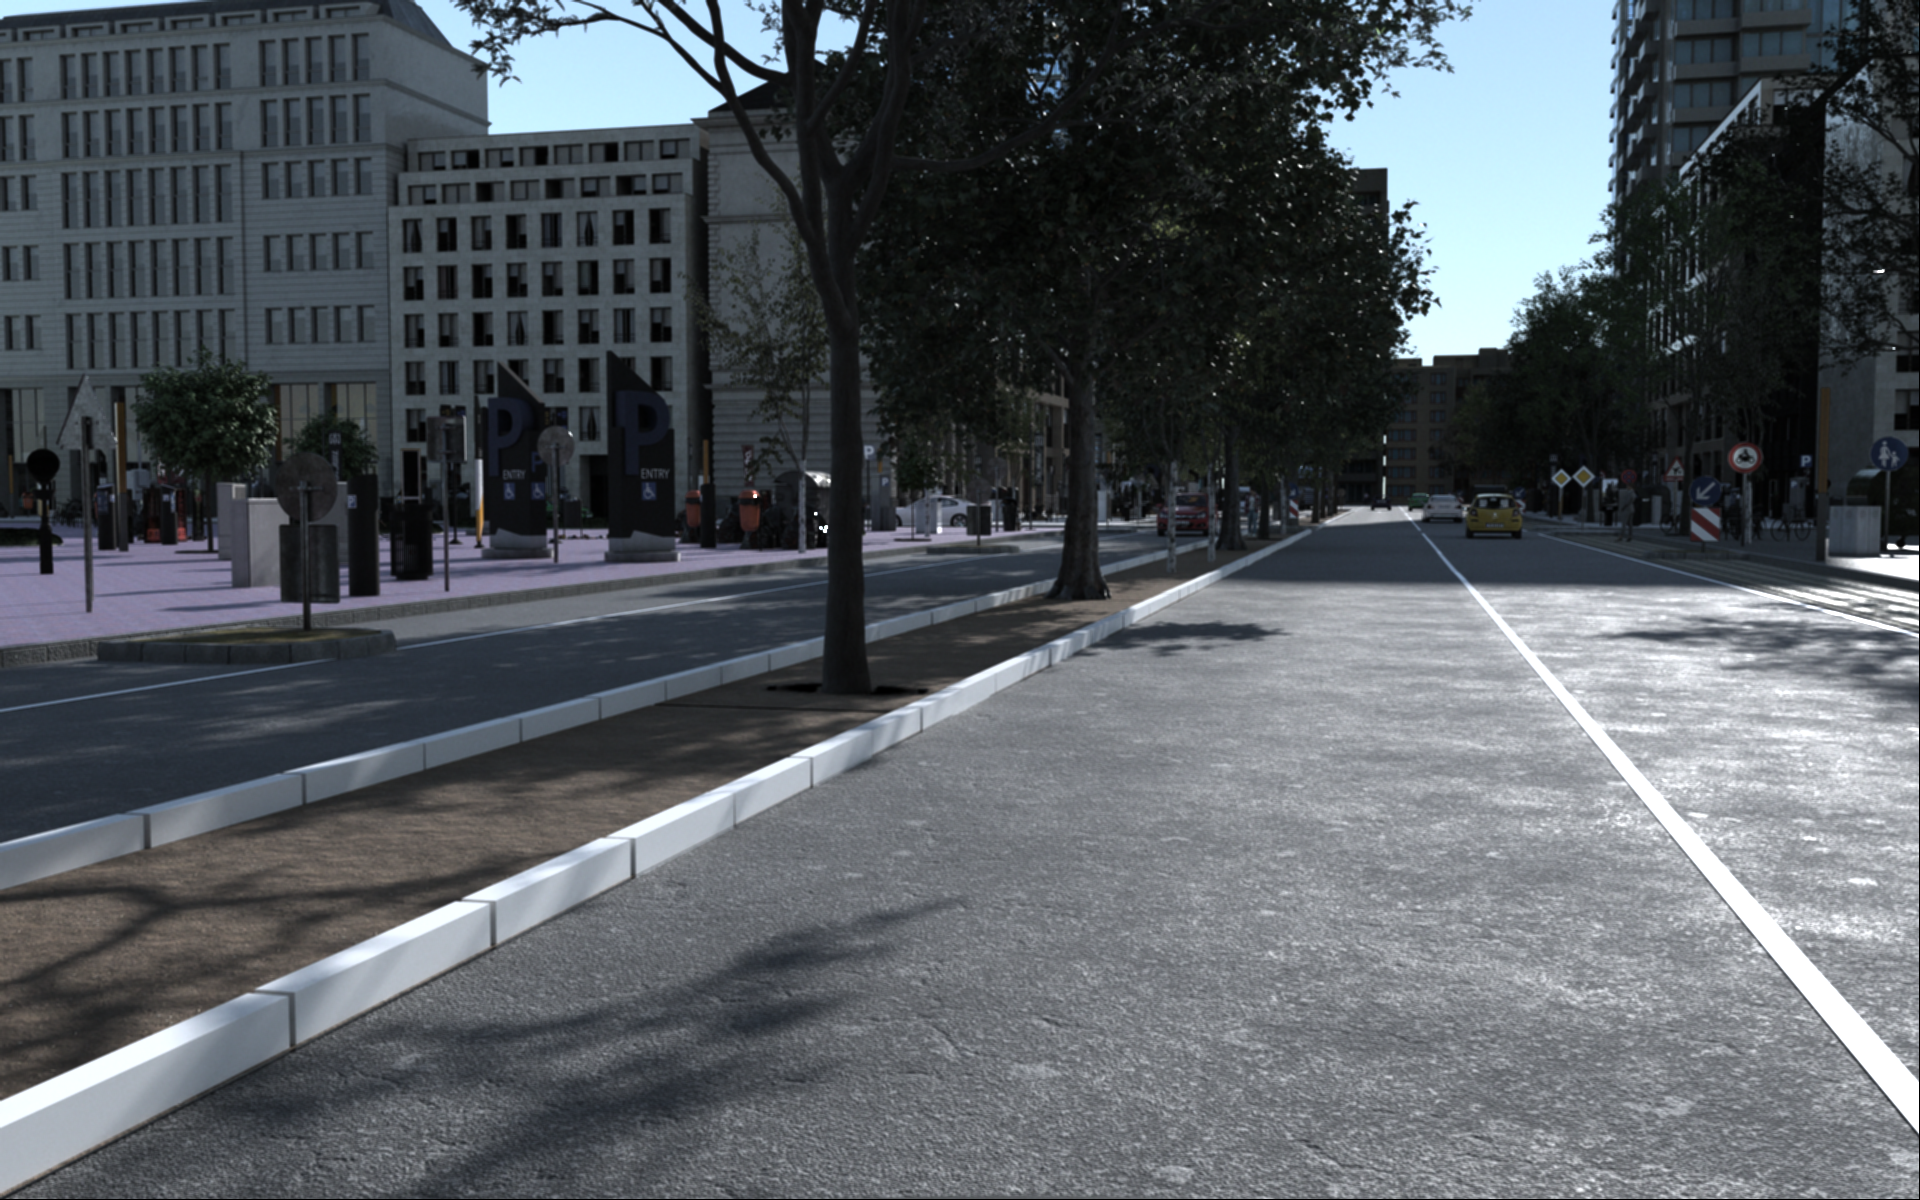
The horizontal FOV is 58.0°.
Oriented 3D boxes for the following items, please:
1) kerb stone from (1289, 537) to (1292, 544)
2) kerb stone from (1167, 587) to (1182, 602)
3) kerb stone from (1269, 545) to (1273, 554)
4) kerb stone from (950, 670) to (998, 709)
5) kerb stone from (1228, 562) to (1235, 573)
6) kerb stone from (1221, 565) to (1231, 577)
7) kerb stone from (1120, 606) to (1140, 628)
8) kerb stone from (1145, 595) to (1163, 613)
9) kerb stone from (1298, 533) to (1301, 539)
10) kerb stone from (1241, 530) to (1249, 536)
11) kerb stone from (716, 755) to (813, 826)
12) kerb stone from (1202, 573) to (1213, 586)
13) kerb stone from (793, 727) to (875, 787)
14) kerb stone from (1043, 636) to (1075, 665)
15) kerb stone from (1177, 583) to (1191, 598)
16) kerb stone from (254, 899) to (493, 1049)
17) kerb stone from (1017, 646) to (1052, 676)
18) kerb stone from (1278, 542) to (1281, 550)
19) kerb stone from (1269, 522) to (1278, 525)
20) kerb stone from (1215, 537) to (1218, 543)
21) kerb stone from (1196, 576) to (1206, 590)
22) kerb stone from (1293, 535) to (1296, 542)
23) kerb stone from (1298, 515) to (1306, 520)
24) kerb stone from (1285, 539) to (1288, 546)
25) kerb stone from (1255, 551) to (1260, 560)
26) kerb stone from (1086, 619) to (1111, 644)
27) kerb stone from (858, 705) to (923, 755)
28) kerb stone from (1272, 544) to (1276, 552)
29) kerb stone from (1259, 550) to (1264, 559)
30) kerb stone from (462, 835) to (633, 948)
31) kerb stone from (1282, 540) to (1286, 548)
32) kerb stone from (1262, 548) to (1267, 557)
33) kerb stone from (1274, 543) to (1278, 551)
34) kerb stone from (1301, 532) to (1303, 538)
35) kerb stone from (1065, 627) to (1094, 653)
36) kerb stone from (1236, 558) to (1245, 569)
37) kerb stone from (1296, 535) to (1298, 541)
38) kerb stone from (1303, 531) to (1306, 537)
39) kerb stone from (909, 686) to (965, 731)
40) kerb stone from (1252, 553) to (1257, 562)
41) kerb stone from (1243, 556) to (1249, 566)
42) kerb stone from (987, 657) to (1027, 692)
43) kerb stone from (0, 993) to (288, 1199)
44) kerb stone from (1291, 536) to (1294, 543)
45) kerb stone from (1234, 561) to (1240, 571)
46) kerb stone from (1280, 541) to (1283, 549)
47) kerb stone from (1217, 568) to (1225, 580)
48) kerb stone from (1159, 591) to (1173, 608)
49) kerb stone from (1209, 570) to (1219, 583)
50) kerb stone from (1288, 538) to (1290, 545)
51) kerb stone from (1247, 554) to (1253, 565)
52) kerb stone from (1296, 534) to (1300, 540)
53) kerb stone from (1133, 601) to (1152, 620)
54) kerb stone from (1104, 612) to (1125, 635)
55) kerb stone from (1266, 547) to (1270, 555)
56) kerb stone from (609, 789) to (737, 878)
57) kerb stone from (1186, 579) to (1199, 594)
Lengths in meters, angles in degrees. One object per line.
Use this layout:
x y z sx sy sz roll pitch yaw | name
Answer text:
9.197 -1.621 48.760 0.120 0.150 1.000 1 4 14 | kerb stone
2.782 -0.043 22.894 0.120 0.150 1.000 1 4 14 | kerb stone
7.227 -1.138 40.800 0.120 0.150 1.000 1 4 14 | kerb stone
0.077 0.628 11.935 0.120 0.150 1.000 1 4 14 | kerb stone
4.753 -0.529 30.845 0.120 0.150 1.000 1 4 14 | kerb stone
4.515 -0.464 29.851 0.120 0.150 1.000 1 4 14 | kerb stone
1.805 0.201 18.908 0.120 0.150 1.000 1 4 14 | kerb stone
2.293 0.080 20.900 0.120 0.150 1.000 1 4 14 | kerb stone
10.427 -1.928 53.744 0.120 0.150 1.000 1 4 14 | kerb stone
10.103 -2.385 61.188 0.120 0.150 1.000 1 4 14 | kerb stone
-0.906 0.874 7.956 0.120 0.150 1.000 1 4 14 | kerb stone
3.773 -0.286 26.867 0.120 0.150 1.000 1 4 14 | kerb stone
-0.656 0.810 8.951 0.120 0.150 1.000 1 4 14 | kerb stone
0.824 0.445 14.929 0.120 0.150 1.000 1 4 14 | kerb stone
3.033 -0.104 23.889 0.120 0.150 1.000 1 4 14 | kerb stone
-1.653 1.056 4.967 0.120 0.150 1.000 1 4 14 | kerb stone
0.564 0.508 13.928 0.120 0.150 1.000 1 4 14 | kerb stone
7.952 -1.321 43.788 0.120 0.150 1.000 1 4 14 | kerb stone
13.691 -3.265 75.654 0.120 0.150 1.000 1 4 14 | kerb stone
7.157 -1.655 49.249 0.120 0.150 1.000 1 4 14 | kerb stone
3.530 -0.225 25.872 0.120 0.150 1.000 1 4 14 | kerb stone
9.687 -1.747 50.754 0.120 0.150 1.000 1 4 14 | kerb stone
19.863 -4.794 100.576 0.120 0.150 1.000 1 4 14 | kerb stone
8.703 -1.503 46.771 0.120 0.150 1.000 1 4 14 | kerb stone
6.232 -0.894 36.815 0.120 0.150 1.000 1 4 14 | kerb stone
1.311 0.324 16.919 0.120 0.150 1.000 1 4 14 | kerb stone
-0.416 0.753 9.945 0.120 0.150 1.000 1 4 14 | kerb stone
7.461 -1.198 41.795 0.120 0.150 1.000 1 4 14 | kerb stone
6.483 -0.950 37.807 0.120 0.150 1.000 1 4 14 | kerb stone
-1.402 0.993 5.964 0.120 0.150 1.000 1 4 14 | kerb stone
8.453 -1.442 45.778 0.120 0.150 1.000 1 4 14 | kerb stone
6.728 -1.016 38.815 0.120 0.150 1.000 1 4 14 | kerb stone
7.712 -1.258 42.795 0.120 0.150 1.000 1 4 14 | kerb stone
10.672 -1.991 54.747 0.120 0.150 1.000 1 4 14 | kerb stone
1.064 0.385 15.927 0.120 0.150 1.000 1 4 14 | kerb stone
5.251 -0.651 32.839 0.120 0.150 1.000 1 4 14 | kerb stone
9.931 -1.807 51.758 0.120 0.150 1.000 1 4 14 | kerb stone
11.159 -2.110 56.738 0.120 0.150 1.000 1 4 14 | kerb stone
-0.164 0.692 10.942 0.120 0.150 1.000 1 4 14 | kerb stone
5.992 -0.831 35.821 0.120 0.150 1.000 1 4 14 | kerb stone
5.491 -0.710 33.833 0.120 0.150 1.000 1 4 14 | kerb stone
0.321 0.567 12.930 0.120 0.150 1.000 1 4 14 | kerb stone
-1.900 1.120 3.975 0.120 0.150 1.000 1 4 14 | kerb stone
9.444 -1.678 49.752 0.120 0.150 1.000 1 4 14 | kerb stone
5.000 -0.584 31.837 0.120 0.150 1.000 1 4 14 | kerb stone
8.208 -1.376 44.786 0.120 0.150 1.000 1 4 14 | kerb stone
4.267 -0.398 28.860 0.120 0.150 1.000 1 4 14 | kerb stone
2.536 0.024 21.896 0.120 0.150 1.000 1 4 14 | kerb stone
4.023 -0.347 27.867 0.120 0.150 1.000 1 4 14 | kerb stone
8.951 -1.564 47.768 0.120 0.150 1.000 1 4 14 | kerb stone
5.749 -0.772 34.825 0.120 0.150 1.000 1 4 14 | kerb stone
10.177 -1.868 52.750 0.120 0.150 1.000 1 4 14 | kerb stone
2.046 0.142 19.901 0.120 0.150 1.000 1 4 14 | kerb stone
1.552 0.264 17.918 0.120 0.150 1.000 1 4 14 | kerb stone
6.980 -1.077 39.809 0.120 0.150 1.000 1 4 14 | kerb stone
-1.149 0.932 6.961 0.120 0.150 1.000 1 4 14 | kerb stone
3.281 -0.164 24.880 0.120 0.150 1.000 1 4 14 | kerb stone
